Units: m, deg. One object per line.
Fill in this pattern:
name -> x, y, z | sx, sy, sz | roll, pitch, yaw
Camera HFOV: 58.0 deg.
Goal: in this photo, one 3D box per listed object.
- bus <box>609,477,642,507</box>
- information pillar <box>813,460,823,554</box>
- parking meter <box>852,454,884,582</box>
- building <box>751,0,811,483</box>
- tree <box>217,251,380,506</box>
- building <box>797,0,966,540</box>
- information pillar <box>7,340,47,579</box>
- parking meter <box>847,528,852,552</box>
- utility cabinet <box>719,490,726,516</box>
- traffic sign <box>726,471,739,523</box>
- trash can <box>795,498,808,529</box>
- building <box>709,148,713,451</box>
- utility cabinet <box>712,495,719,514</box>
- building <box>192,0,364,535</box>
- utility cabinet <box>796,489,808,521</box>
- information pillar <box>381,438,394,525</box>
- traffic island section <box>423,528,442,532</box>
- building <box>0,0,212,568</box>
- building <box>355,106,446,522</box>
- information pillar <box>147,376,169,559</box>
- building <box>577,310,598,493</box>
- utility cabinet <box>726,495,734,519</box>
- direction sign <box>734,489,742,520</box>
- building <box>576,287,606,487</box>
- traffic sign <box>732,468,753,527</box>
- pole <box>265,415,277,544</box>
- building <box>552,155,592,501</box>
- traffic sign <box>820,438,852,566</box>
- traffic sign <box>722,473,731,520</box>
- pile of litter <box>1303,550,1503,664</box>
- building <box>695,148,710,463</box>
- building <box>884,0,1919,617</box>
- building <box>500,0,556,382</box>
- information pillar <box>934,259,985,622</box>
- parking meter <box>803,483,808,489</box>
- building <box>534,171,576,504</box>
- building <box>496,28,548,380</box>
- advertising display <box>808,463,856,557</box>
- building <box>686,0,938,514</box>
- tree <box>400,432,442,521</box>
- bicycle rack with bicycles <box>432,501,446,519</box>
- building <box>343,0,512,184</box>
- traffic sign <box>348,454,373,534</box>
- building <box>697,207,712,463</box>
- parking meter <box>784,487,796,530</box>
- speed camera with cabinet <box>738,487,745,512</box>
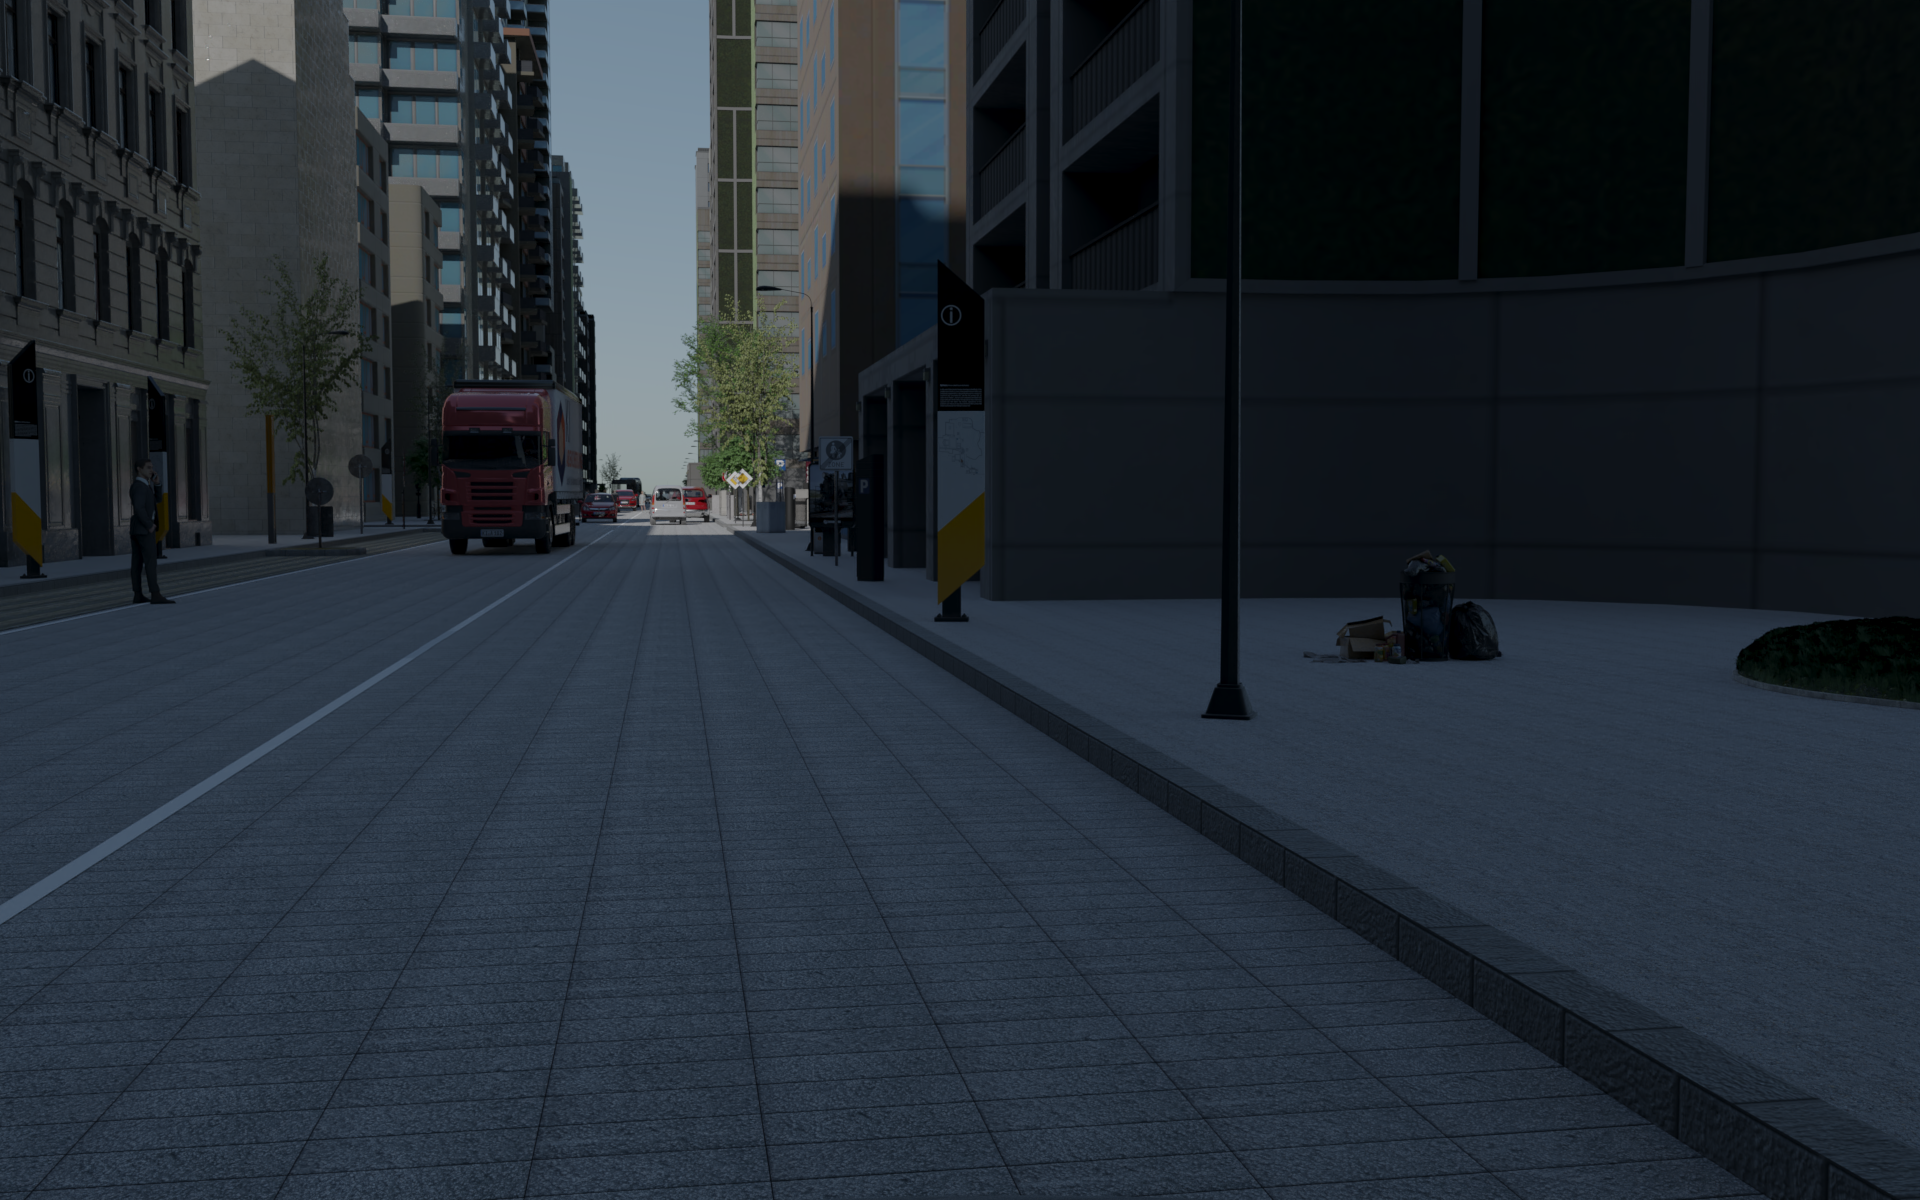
bus -> -35.945, -11.748, 186.933 | 2.948, 3.499, 13.247 | 0, 4, -8
information pillar -> -2.930, -1.988, 37.001 | 0.304, 2.012, 0.304 | 2, 4, 24
parking meter -> -1.327, -1.211, 25.503 | 0.399, 1.863, 0.255 | 3, 5, 44
building -> -6.727, -26.344, 114.323 | 14.154, 41.232, 14.086 | -1, 4, -9
tree -> -19.622, -6.203, 51.775 | 4.737, 8.622, 4.395 | 0, 3, 0
building -> 2.520, -24.573, 51.888 | 14.600, 45.320, 14.200 | -1, 4, -9
information pillar -> -14.125, -2.130, 26.178 | 0.183, 3.616, 0.504 | 1, 4, 16
parking meter -> -2.367, -2.010, 38.570 | 0.255, 1.863, 0.399 | -1, 4, -10
utility cabinet -> -13.981, -5.706, 101.964 | 0.318, 1.500, 1.173 | -1, 4, -14
traffic sign -> -9.824, -4.409, 75.725 | 0.795, 2.450, 0.064 | -1, 4, -9
trash can -> -5.996, -3.231, 64.485 | 0.748, 1.137, 0.748 | 0, 3, 0
building -> -19.849, -36.112, 214.133 | 21.300, 48.544, 21.600 | -1, 4, -9
utility cabinet -> -15.839, -6.303, 114.216 | 1.020, 1.237, 0.306 | 0, 4, -7
building -> -29.739, -12.411, 57.674 | 16.860, 20.320, 10.420 | -1, 4, -9
utility cabinet -> -7.363, -4.481, 81.949 | 0.318, 1.500, 1.173 | -2, 4, -32
information pillar -> -24.073, -4.979, 72.768 | 0.504, 3.616, 0.183 | 2, 4, 24
traffic island section -> -19.279, -2.682, 66.138 | 2.009, 0.180, 2.903 | -1, 4, -9
building -> -22.036, -11.279, 33.556 | 9.793, 20.994, 18.267 | -1, 4, -9
building -> -42.824, -14.950, 89.466 | 27.650, 21.520, 28.899 | -1, 4, -9
information pillar -> -15.851, -2.622, 34.228 | 0.504, 3.616, 0.183 | 2, 4, 35
building -> -63.454, -30.277, 266.730 | 14.160, 30.474, 14.107 | -1, 4, -9
utility cabinet -> -12.006, -4.849, 90.445 | 0.306, 1.237, 1.020 | -1, 4, -13
direction sign -> -10.945, -5.706, 85.290 | 0.379, 3.537, 0.876 | -2, 4, -35
building -> -74.885, -36.203, 283.806 | 32.217, 40.220, 23.993 | -1, 4, -9
traffic sign -> -8.508, -3.927, 67.848 | 0.795, 2.450, 0.064 | -1, 4, -9
pole -> -17.754, -3.106, 44.629 | 0.158, 3.312, 0.155 | 0, 3, 0
building -> -64.463, -38.155, 243.448 | 23.786, 49.044, 30.456 | -1, 4, -9
traffic sign -> -2.207, -1.758, 30.866 | 0.606, 2.300, 0.079 | 0, 4, -1
traffic sign -> -11.424, -5.252, 85.981 | 0.768, 2.556, 0.104 | 0, 4, -5
pile of litter -> 3.489, 0.023, 13.594 | 1.719, 0.858, 1.176 | 0, 4, -3
building -> -34.148, -46.025, 294.505 | 21.231, 58.520, 28.212 | -1, 4, -9
building -> 9.700, -35.869, 24.710 | 20.563, 71.187, 20.611 | -1, 4, -9
building -> -54.604, -53.536, 187.992 | 22.319, 86.520, 31.000 | -1, 4, -9
information pillar -> -0.002, -1.589, 17.340 | 0.504, 3.616, 0.183 | 0, 4, 3
parking meter -> -7.834, -5.033, 87.997 | 0.255, 1.863, 0.399 | 0, 4, -8
building -> -54.898, -32.353, 212.565 | 14.154, 41.232, 14.086 | -1, 4, -9
building -> -49.995, -30.894, 159.743 | 22.147, 44.769, 28.867 | -1, 4, -9
advertising display -> -2.637, -1.859, 35.615 | 0.974, 1.923, 0.123 | 1, 4, 9
building -> -11.683, -42.812, 138.234 | 20.563, 71.187, 20.611 | -1, 4, -9
tree -> -25.494, -6.159, 84.416 | 4.285, 4.588, 4.351 | 0, 3, 0
bicycle rack with bicycles -> -25.646, -4.608, 88.726 | 2.852, 0.926, 2.925 | -2, 4, -31
building -> -44.758, -30.998, 126.430 | 23.786, 49.044, 30.456 | -1, 4, -9
traffic sign -> -19.247, -3.397, 55.641 | 0.768, 2.556, 0.104 | 0, 4, -8
building -> -30.648, -34.599, 249.287 | 14.154, 41.232, 14.086 | -1, 4, -9
parking meter -> -6.070, -3.262, 61.750 | 0.372, 1.533, 0.369 | 0, 3, 0
speed camera with cabinet -> -15.439, -7.766, 121.308 | 0.660, 3.252, 2.038 | 0, 4, -4
